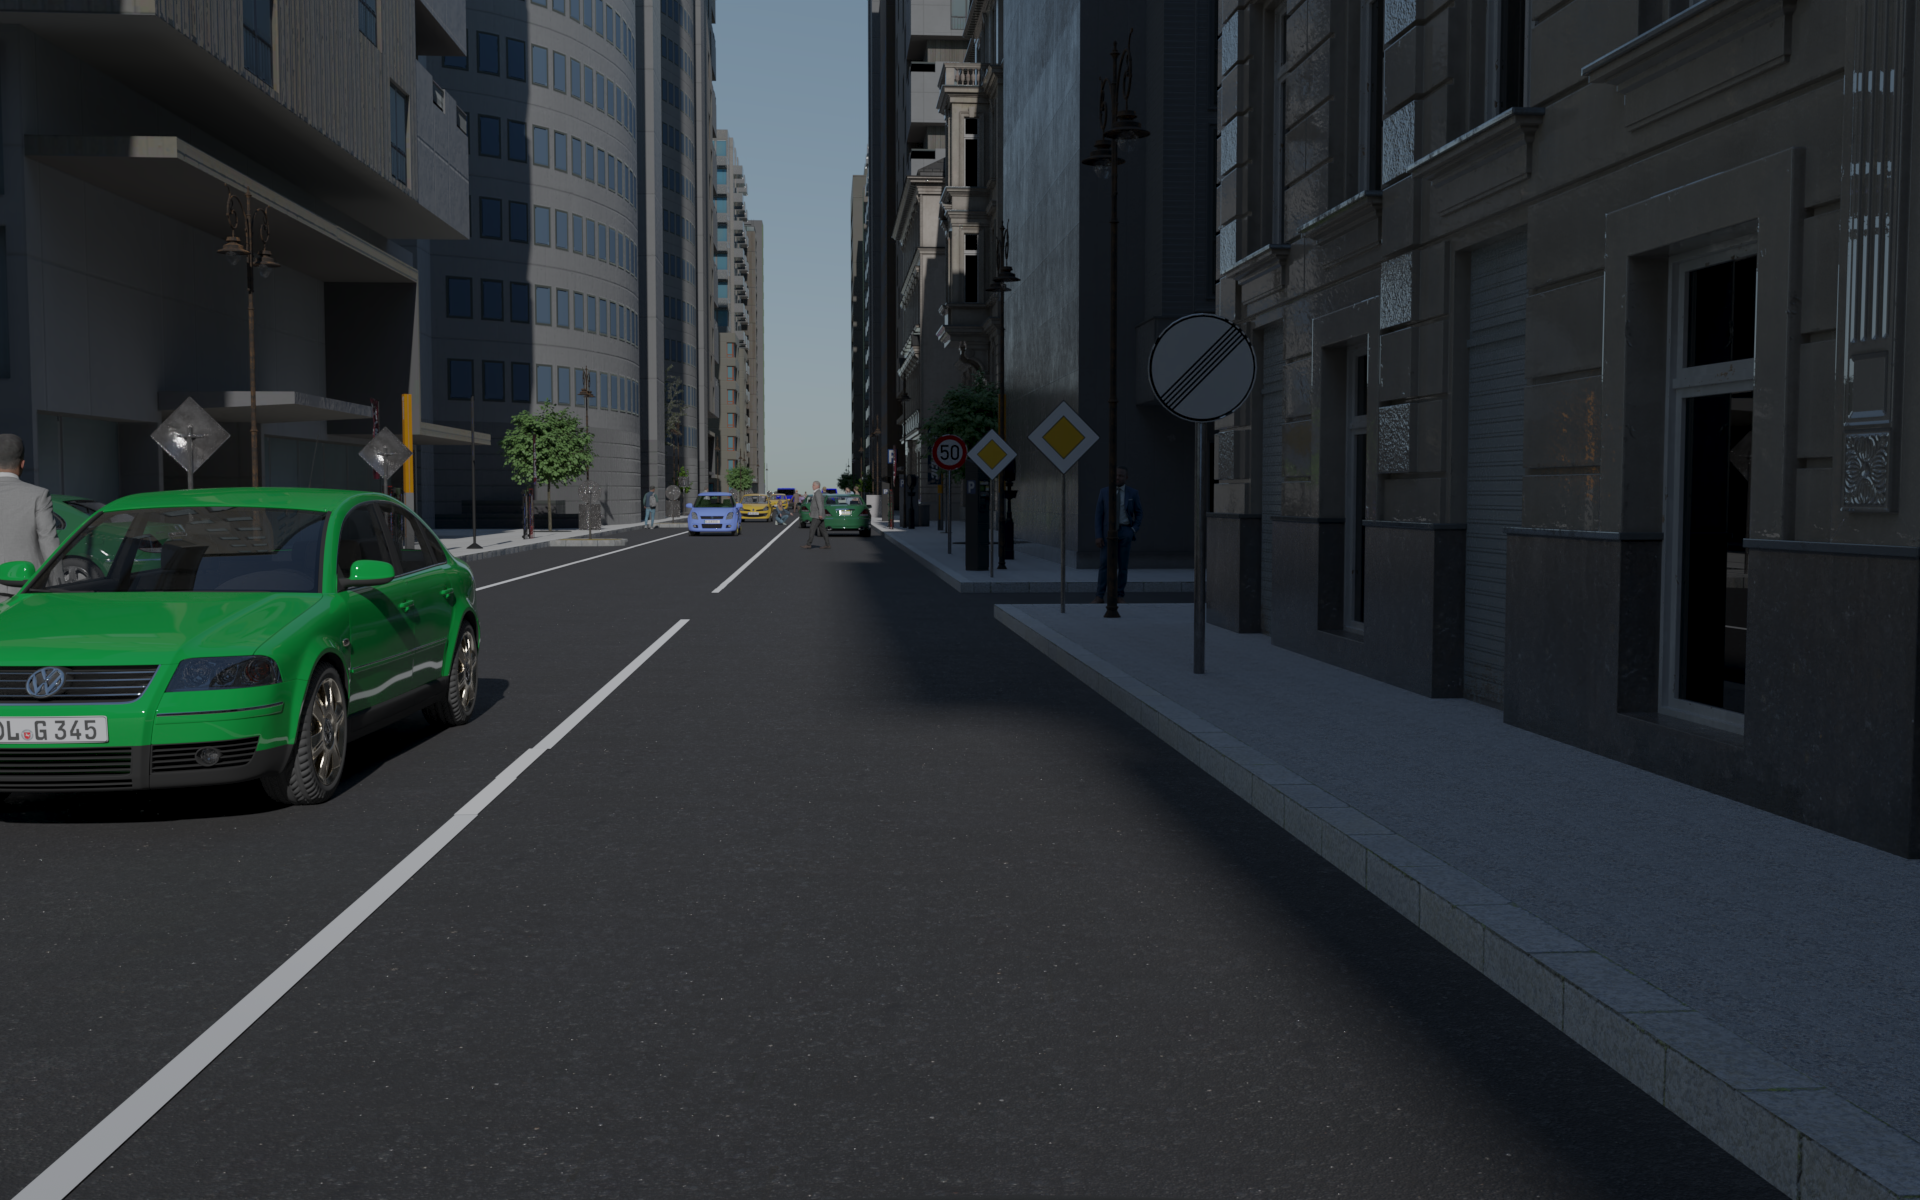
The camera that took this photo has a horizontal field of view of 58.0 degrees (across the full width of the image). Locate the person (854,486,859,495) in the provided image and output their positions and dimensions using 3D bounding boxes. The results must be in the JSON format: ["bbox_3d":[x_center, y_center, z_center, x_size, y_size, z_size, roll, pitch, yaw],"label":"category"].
[{"bbox_3d":[-4.705,-4.242,78.194,0.374,1.781,0.599,0,4,7],"label":"person"}]

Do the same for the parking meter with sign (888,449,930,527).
[{"bbox_3d":[-1.971,-4.381,67.882,1.738,3.016,0.543,-3,5,-40],"label":"parking meter with sign"}]

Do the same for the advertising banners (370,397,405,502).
[{"bbox_3d":[-10.709,-2.215,32.401,0.090,3.025,2.074,0,4,-3],"label":"advertising banners"}]

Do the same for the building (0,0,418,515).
[{"bbox_3d":[-26.738,-27.411,37.410,28.713,52.752,27.495,0,4,-4],"label":"building"}]

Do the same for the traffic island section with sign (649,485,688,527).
[{"bbox_3d":[-12.466,-4.089,75.480,1.989,1.847,2.006,0,4,-4],"label":"traffic island section with sign"}]

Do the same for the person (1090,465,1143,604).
[{"bbox_3d":[2.007,-0.837,22.360,0.721,1.800,0.419,0,4,-3],"label":"person"}]

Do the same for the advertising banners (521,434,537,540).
[{"bbox_3d":[-12.341,-3.274,49.715,0.090,3.025,2.074,0,4,-2],"label":"advertising banners"}]

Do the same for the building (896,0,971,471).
[{"bbox_3d":[9.451,-32.501,120.635,28.713,52.752,27.495,0,4,-4],"label":"building"}]

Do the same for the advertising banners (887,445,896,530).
[{"bbox_3d":[-2.476,-4.070,62.734,0.090,3.025,2.074,-1,4,-9],"label":"advertising banners"}]

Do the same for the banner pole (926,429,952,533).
[{"bbox_3d":[-0.677,-4.077,56.674,0.863,3.779,0.401,1,4,9],"label":"banner pole"}]

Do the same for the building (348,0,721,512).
[{"bbox_3d":[-35.932,-34.633,155.491,28.713,52.752,27.495,0,4,-4],"label":"building"}]

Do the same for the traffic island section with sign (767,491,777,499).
[{"bbox_3d":[-24.816,-13.806,234.350,1.989,1.847,2.006,0,4,-4],"label":"traffic island section with sign"}]

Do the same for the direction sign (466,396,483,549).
[{"bbox_3d":[-11.383,-2.968,40.517,0.379,3.537,0.876,-1,4,-18],"label":"direction sign"}]

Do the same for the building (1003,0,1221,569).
[{"bbox_3d":[16.438,-13.226,35.317,30.058,24.678,14.314,0,4,-4],"label":"building"}]

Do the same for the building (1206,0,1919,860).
[{"bbox_3d":[9.015,-12.695,4.830,12.463,27.353,25.104,0,4,-4],"label":"building"}]

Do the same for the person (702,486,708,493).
[{"bbox_3d":[-12.506,-4.689,85.262,0.391,1.810,0.635,-3,5,-45],"label":"person"}]

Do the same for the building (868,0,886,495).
[{"bbox_3d":[1.911,-37.941,162.341,21.231,58.520,28.212,0,4,-4],"label":"building"}]

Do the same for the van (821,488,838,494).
[{"bbox_3d":[-14.273,-11.248,188.285,2.240,2.365,5.245,0,4,-6],"label":"van"}]

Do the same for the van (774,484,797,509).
[{"bbox_3d":[-16.321,-9.704,163.041,2.240,2.365,5.245,0,4,-3],"label":"van"}]

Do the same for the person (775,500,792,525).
[{"bbox_3d":[-8.247,-4.094,80.931,0.738,1.151,1.012,3,5,43],"label":"person"}]

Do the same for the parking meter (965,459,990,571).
[{"bbox_3d":[0.294,-1.422,28.961,0.255,1.863,0.399,-3,4,-39],"label":"parking meter"}]

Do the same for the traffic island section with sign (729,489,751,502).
[{"bbox_3d":[-16.335,-7.138,125.337,1.989,1.847,2.006,0,4,-4],"label":"traffic island section with sign"}]

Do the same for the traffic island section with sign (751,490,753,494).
[{"bbox_3d":[-18.466,-8.806,152.602,1.989,1.847,2.006,0,4,-4],"label":"traffic island section with sign"}]

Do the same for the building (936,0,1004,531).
[{"bbox_3d":[6.430,-15.036,64.925,14.460,24.649,34.723,0,4,-4],"label":"building"}]

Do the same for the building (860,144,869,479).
[{"bbox_3d":[-0.126,-36.109,209.988,23.786,49.044,30.456,0,4,-4],"label":"building"}]

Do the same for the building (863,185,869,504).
[{"bbox_3d":[-5.978,-33.546,232.069,14.154,41.232,14.086,0,4,-4],"label":"building"}]

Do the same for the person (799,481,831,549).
[{"bbox_3d":[-3.787,-2.219,45.176,0.834,1.777,0.661,-1,4,-11],"label":"person"}]

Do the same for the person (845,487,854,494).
[{"bbox_3d":[-5.898,-5.151,92.981,0.793,1.790,0.793,3,5,44],"label":"person"}]

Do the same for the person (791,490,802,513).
[{"bbox_3d":[-12.644,-7.621,133.652,0.990,1.755,0.434,-2,4,-27],"label":"person"}]

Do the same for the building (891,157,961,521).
[{"bbox_3d":[1.997,-13.902,91.925,10.561,19.102,19.286,0,4,-4],"label":"building"}]

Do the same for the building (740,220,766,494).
[{"bbox_3d":[-35.628,-34.696,250.865,14.154,41.232,14.086,0,4,-4],"label":"building"}]

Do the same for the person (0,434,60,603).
[{"bbox_3d":[-5.695,-0.097,10.358,0.678,1.792,0.850,-1,4,-17],"label":"person"}]

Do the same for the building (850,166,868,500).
[{"bbox_3d":[-4.914,-38.313,250.120,21.300,48.544,21.600,0,4,-4],"label":"building"}]

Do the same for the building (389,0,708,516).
[{"bbox_3d":[-30.288,-35.807,127.441,21.231,58.520,28.212,0,4,-4],"label":"building"}]

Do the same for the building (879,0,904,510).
[{"bbox_3d":[0.662,-30.049,141.417,14.600,45.320,14.200,0,4,-4],"label":"building"}]

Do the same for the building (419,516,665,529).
[{"bbox_3d":[-24.650,-32.495,73.290,21.231,58.520,28.212,0,4,-4],"label":"building"}]

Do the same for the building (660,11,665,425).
[{"bbox_3d":[-26.029,-27.941,106.944,14.600,45.320,14.200,0,4,-4],"label":"building"}]

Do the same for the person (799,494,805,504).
[{"bbox_3d":[-11.125,-6.753,122.152,0.421,1.427,0.697,-3,5,-41],"label":"person"}]

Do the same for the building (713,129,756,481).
[{"bbox_3d":[-39.306,-37.213,228.045,23.786,49.044,30.456,0,4,-4],"label":"building"}]

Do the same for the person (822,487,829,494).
[{"bbox_3d":[-6.067,-4.233,78.136,0.576,1.772,0.534,-2,4,-32],"label":"person"}]

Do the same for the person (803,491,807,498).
[{"bbox_3d":[-17.905,-11.753,201.367,1.217,1.736,0.721,-2,4,-24],"label":"person"}]

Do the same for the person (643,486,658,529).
[{"bbox_3d":[-12.703,-3.812,71.172,0.623,1.781,0.721,0,4,-7],"label":"person"}]

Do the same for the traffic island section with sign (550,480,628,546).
[{"bbox_3d":[-10.380,-2.445,48.605,1.989,1.847,2.006,0,4,-4],"label":"traffic island section with sign"}]

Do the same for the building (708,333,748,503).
[{"bbox_3d":[-38.970,-21.661,199.200,27.650,21.520,28.899,0,4,-4],"label":"building"}]
